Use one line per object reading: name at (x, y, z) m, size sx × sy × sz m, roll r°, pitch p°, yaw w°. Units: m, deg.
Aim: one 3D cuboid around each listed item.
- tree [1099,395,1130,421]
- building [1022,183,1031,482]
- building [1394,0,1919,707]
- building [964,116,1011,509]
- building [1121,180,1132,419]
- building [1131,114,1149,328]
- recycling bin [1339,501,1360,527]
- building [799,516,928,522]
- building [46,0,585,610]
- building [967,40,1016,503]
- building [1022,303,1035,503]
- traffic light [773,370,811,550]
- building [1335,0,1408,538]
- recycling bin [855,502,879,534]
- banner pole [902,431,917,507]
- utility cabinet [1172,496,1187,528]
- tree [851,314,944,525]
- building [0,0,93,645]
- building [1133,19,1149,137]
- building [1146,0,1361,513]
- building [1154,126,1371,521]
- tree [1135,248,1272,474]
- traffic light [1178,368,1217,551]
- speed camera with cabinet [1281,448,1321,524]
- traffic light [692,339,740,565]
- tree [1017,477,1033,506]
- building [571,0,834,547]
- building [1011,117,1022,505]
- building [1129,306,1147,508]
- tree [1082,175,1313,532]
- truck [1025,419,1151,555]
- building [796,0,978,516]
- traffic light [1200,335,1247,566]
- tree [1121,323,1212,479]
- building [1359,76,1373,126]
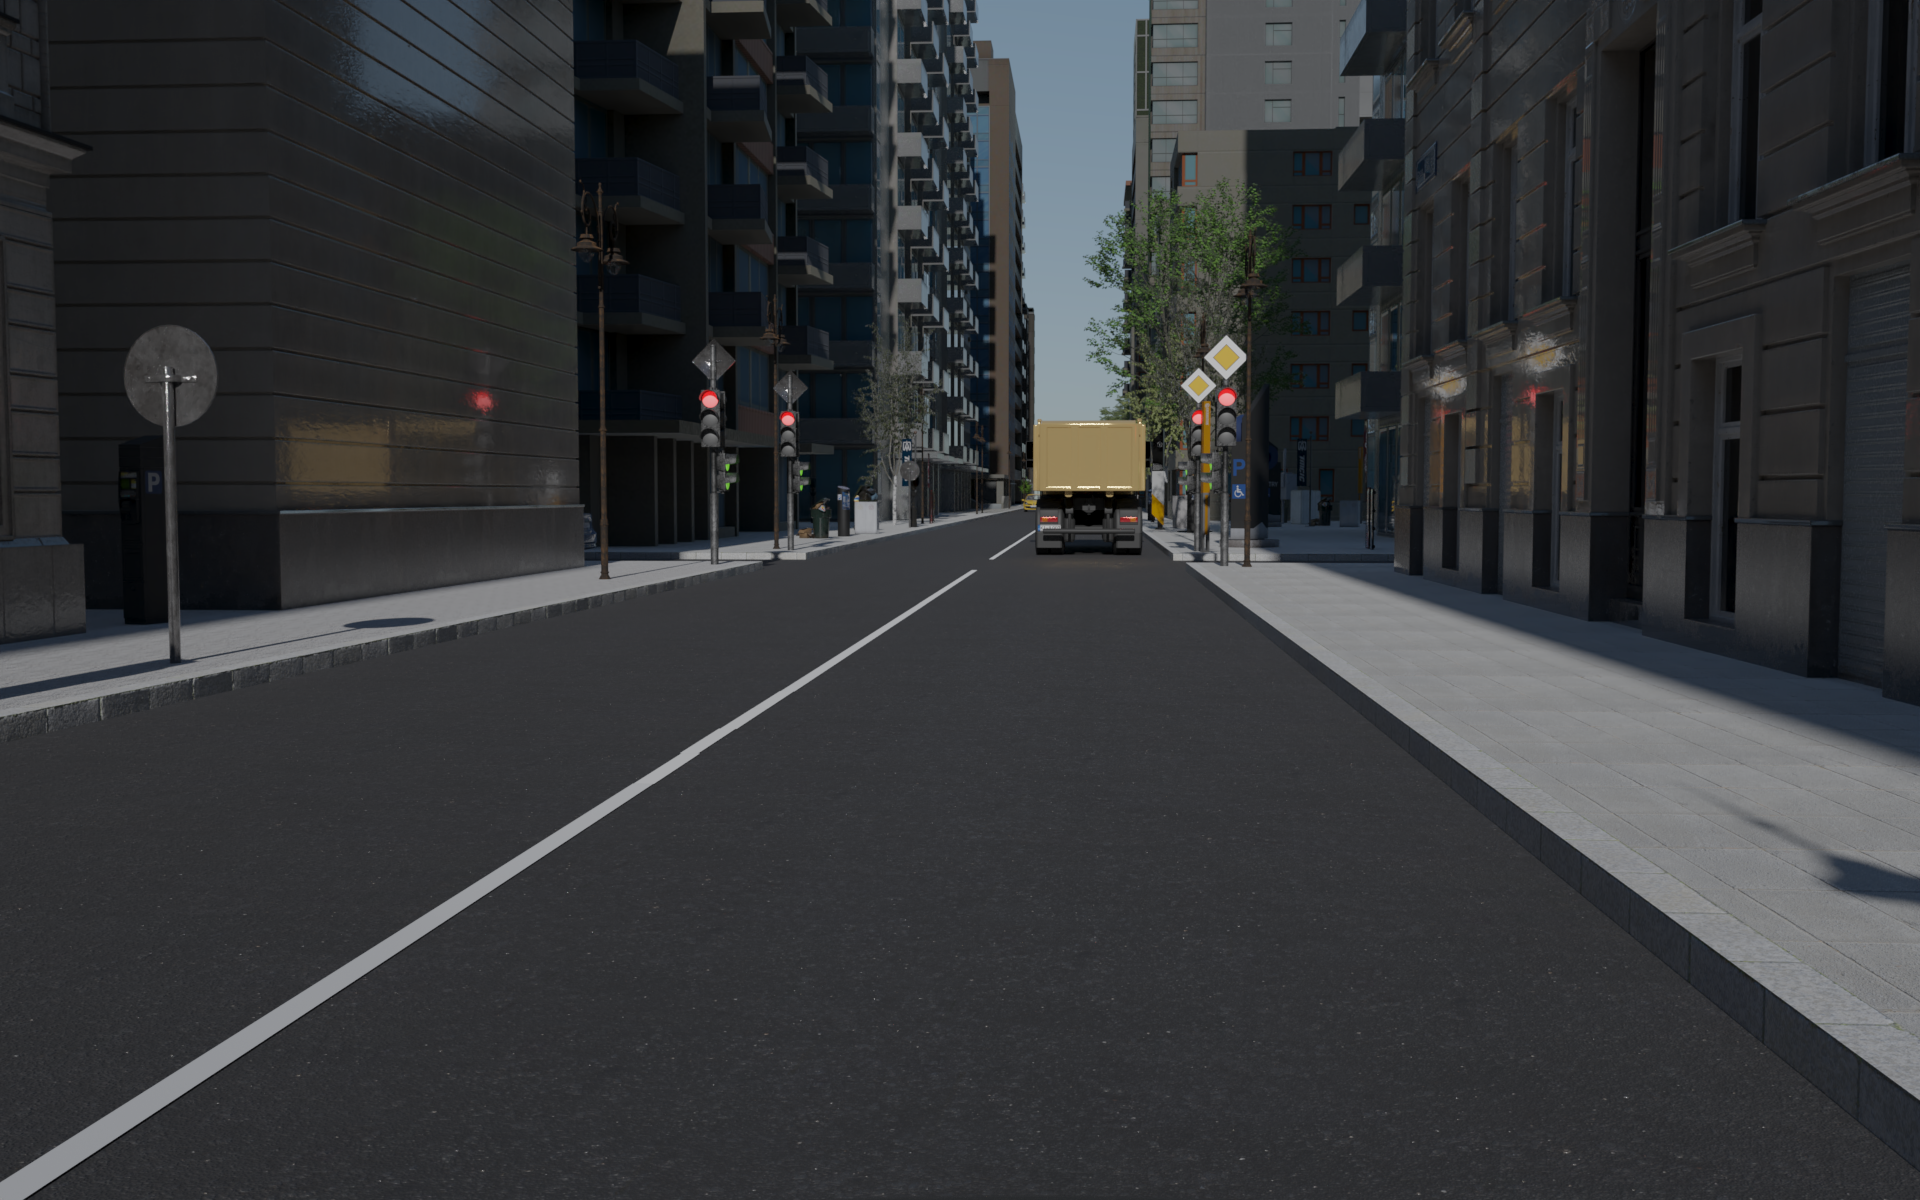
tree at (18.397, -17.052, 196.935) m, size 7.486 × 12.596 × 7.792 m, roll 0°, pitch 3°, yaw 0°
building at (-2.486, -37.690, 235.835) m, size 23.786 × 49.044 × 30.456 m, roll 0°, pitch 4°, yaw 4°
building at (11.876, -13.336, 15.310) m, size 12.463 × 27.353 × 25.104 m, roll 0°, pitch 4°, yaw 4°
building at (-11.757, -28.499, 157.838) m, size 32.217 × 40.220 × 23.993 m, roll 0°, pitch 4°, yaw 4°
building at (33.268, -35.587, 236.475) m, size 22.147 × 44.769 × 28.867 m, roll 0°, pitch 4°, yaw 4°
building at (31.778, -35.933, 211.214) m, size 21.300 × 48.544 × 21.600 m, roll 0°, pitch 4°, yaw 4°
recycling bin at (15.184, -3.356, 67.432) m, size 0.722 × 1.027 × 0.722 m, roll 1°, pitch 4°, yaw 19°
building at (-12.326, -28.862, 91.498) m, size 23.786 × 49.044 × 30.456 m, roll 0°, pitch 4°, yaw 4°
building at (-19.119, -13.925, 24.941) m, size 25.104 × 27.353 × 12.463 m, roll 0°, pitch 4°, yaw 4°
building at (-1.599, -32.166, 176.026) m, size 14.600 × 45.320 × 14.200 m, roll 0°, pitch 4°, yaw 4°
building at (3.913, -29.780, 258.596) m, size 14.160 × 30.474 × 14.107 m, roll 0°, pitch 4°, yaw 4°
traffic light at (-3.840, -3.086, 39.372) m, size 0.839 × 4.253 × 0.868 m, roll 0°, pitch 4°, yaw 4°
building at (26.749, -26.370, 50.765) m, size 30.456 × 49.044 × 23.786 m, roll 0°, pitch 4°, yaw 4°
recycling bin at (-2.995, -2.644, 55.776) m, size 0.722 × 1.027 × 0.722 m, roll 0°, pitch 4°, yaw 4°
banner pole at (-1.964, -4.816, 68.761) m, size 0.863 × 3.779 × 0.401 m, roll 2°, pitch 4°, yaw 29°
utility cabinet at (8.490, -3.292, 64.980) m, size 1.020 × 1.237 × 0.306 m, roll -1°, pitch 4°, yaw -22°
tree at (-2.705, -7.415, 71.599) m, size 4.360 × 8.622 × 3.978 m, roll 0°, pitch 3°, yaw 0°
building at (-13.451, -8.692, 6.738) m, size 10.561 × 19.102 × 19.286 m, roll 0°, pitch 4°, yaw 4°
building at (34.149, -50.282, 260.366) m, size 20.563 × 71.187 × 20.611 m, roll 0°, pitch 4°, yaw 4°
building at (20.351, -26.881, 123.098) m, size 14.154 × 41.232 × 14.086 m, roll 0°, pitch 4°, yaw 4°
building at (25.248, -15.356, 96.102) m, size 27.650 × 21.520 × 28.899 m, roll 0°, pitch 4°, yaw 4°
tree at (7.257, -6.186, 51.505) m, size 4.360 × 8.622 × 3.978 m, roll 0°, pitch 3°, yaw 0°
traffic light at (5.296, -3.044, 38.694) m, size 0.839 × 4.253 × 0.868 m, roll 0°, pitch 4°, yaw 4°
speed camera with cabinet at (15.557, -5.231, 79.856) m, size 2.038 × 3.252 × 0.660 m, roll 0°, pitch 4°, yaw -5°
traffic light at (-4.448, -2.599, 31.410) m, size 0.839 × 4.253 × 0.868 m, roll 0°, pitch 4°, yaw 4°
tree at (7.281, -11.998, 190.768) m, size 1.663 × 3.219 × 1.824 m, roll 0°, pitch 3°, yaw 0°
building at (-16.092, -24.440, 54.215) m, size 22.147 × 44.769 × 28.867 m, roll 0°, pitch 4°, yaw 4°
building at (-3.543, -35.852, 209.876) m, size 21.300 × 48.544 × 21.600 m, roll 0°, pitch 4°, yaw 4°
building at (31.095, -20.046, 172.783) m, size 27.650 × 21.520 × 28.899 m, roll 0°, pitch 4°, yaw 4°
tree at (7.858, -8.083, 57.913) m, size 9.928 × 11.665 × 9.643 m, roll 0°, pitch 3°, yaw 0°
truck at (3.286, -2.959, 44.297) m, size 3.469 × 3.379 × 9.791 m, roll 0°, pitch 4°, yaw 4°
building at (-10.228, -31.229, 130.200) m, size 23.786 × 49.044 × 30.456 m, roll 0°, pitch 4°, yaw 4°
traffic light at (4.688, -2.557, 30.732) m, size 0.839 × 4.253 × 0.868 m, roll 0°, pitch 4°, yaw 4°
tree at (8.746, -7.578, 74.269) m, size 4.737 × 8.622 × 4.395 m, roll 0°, pitch 3°, yaw 0°
building at (29.682, -33.895, 143.430) m, size 28.713 × 52.752 × 27.495 m, roll 0°, pitch 4°, yaw 4°
